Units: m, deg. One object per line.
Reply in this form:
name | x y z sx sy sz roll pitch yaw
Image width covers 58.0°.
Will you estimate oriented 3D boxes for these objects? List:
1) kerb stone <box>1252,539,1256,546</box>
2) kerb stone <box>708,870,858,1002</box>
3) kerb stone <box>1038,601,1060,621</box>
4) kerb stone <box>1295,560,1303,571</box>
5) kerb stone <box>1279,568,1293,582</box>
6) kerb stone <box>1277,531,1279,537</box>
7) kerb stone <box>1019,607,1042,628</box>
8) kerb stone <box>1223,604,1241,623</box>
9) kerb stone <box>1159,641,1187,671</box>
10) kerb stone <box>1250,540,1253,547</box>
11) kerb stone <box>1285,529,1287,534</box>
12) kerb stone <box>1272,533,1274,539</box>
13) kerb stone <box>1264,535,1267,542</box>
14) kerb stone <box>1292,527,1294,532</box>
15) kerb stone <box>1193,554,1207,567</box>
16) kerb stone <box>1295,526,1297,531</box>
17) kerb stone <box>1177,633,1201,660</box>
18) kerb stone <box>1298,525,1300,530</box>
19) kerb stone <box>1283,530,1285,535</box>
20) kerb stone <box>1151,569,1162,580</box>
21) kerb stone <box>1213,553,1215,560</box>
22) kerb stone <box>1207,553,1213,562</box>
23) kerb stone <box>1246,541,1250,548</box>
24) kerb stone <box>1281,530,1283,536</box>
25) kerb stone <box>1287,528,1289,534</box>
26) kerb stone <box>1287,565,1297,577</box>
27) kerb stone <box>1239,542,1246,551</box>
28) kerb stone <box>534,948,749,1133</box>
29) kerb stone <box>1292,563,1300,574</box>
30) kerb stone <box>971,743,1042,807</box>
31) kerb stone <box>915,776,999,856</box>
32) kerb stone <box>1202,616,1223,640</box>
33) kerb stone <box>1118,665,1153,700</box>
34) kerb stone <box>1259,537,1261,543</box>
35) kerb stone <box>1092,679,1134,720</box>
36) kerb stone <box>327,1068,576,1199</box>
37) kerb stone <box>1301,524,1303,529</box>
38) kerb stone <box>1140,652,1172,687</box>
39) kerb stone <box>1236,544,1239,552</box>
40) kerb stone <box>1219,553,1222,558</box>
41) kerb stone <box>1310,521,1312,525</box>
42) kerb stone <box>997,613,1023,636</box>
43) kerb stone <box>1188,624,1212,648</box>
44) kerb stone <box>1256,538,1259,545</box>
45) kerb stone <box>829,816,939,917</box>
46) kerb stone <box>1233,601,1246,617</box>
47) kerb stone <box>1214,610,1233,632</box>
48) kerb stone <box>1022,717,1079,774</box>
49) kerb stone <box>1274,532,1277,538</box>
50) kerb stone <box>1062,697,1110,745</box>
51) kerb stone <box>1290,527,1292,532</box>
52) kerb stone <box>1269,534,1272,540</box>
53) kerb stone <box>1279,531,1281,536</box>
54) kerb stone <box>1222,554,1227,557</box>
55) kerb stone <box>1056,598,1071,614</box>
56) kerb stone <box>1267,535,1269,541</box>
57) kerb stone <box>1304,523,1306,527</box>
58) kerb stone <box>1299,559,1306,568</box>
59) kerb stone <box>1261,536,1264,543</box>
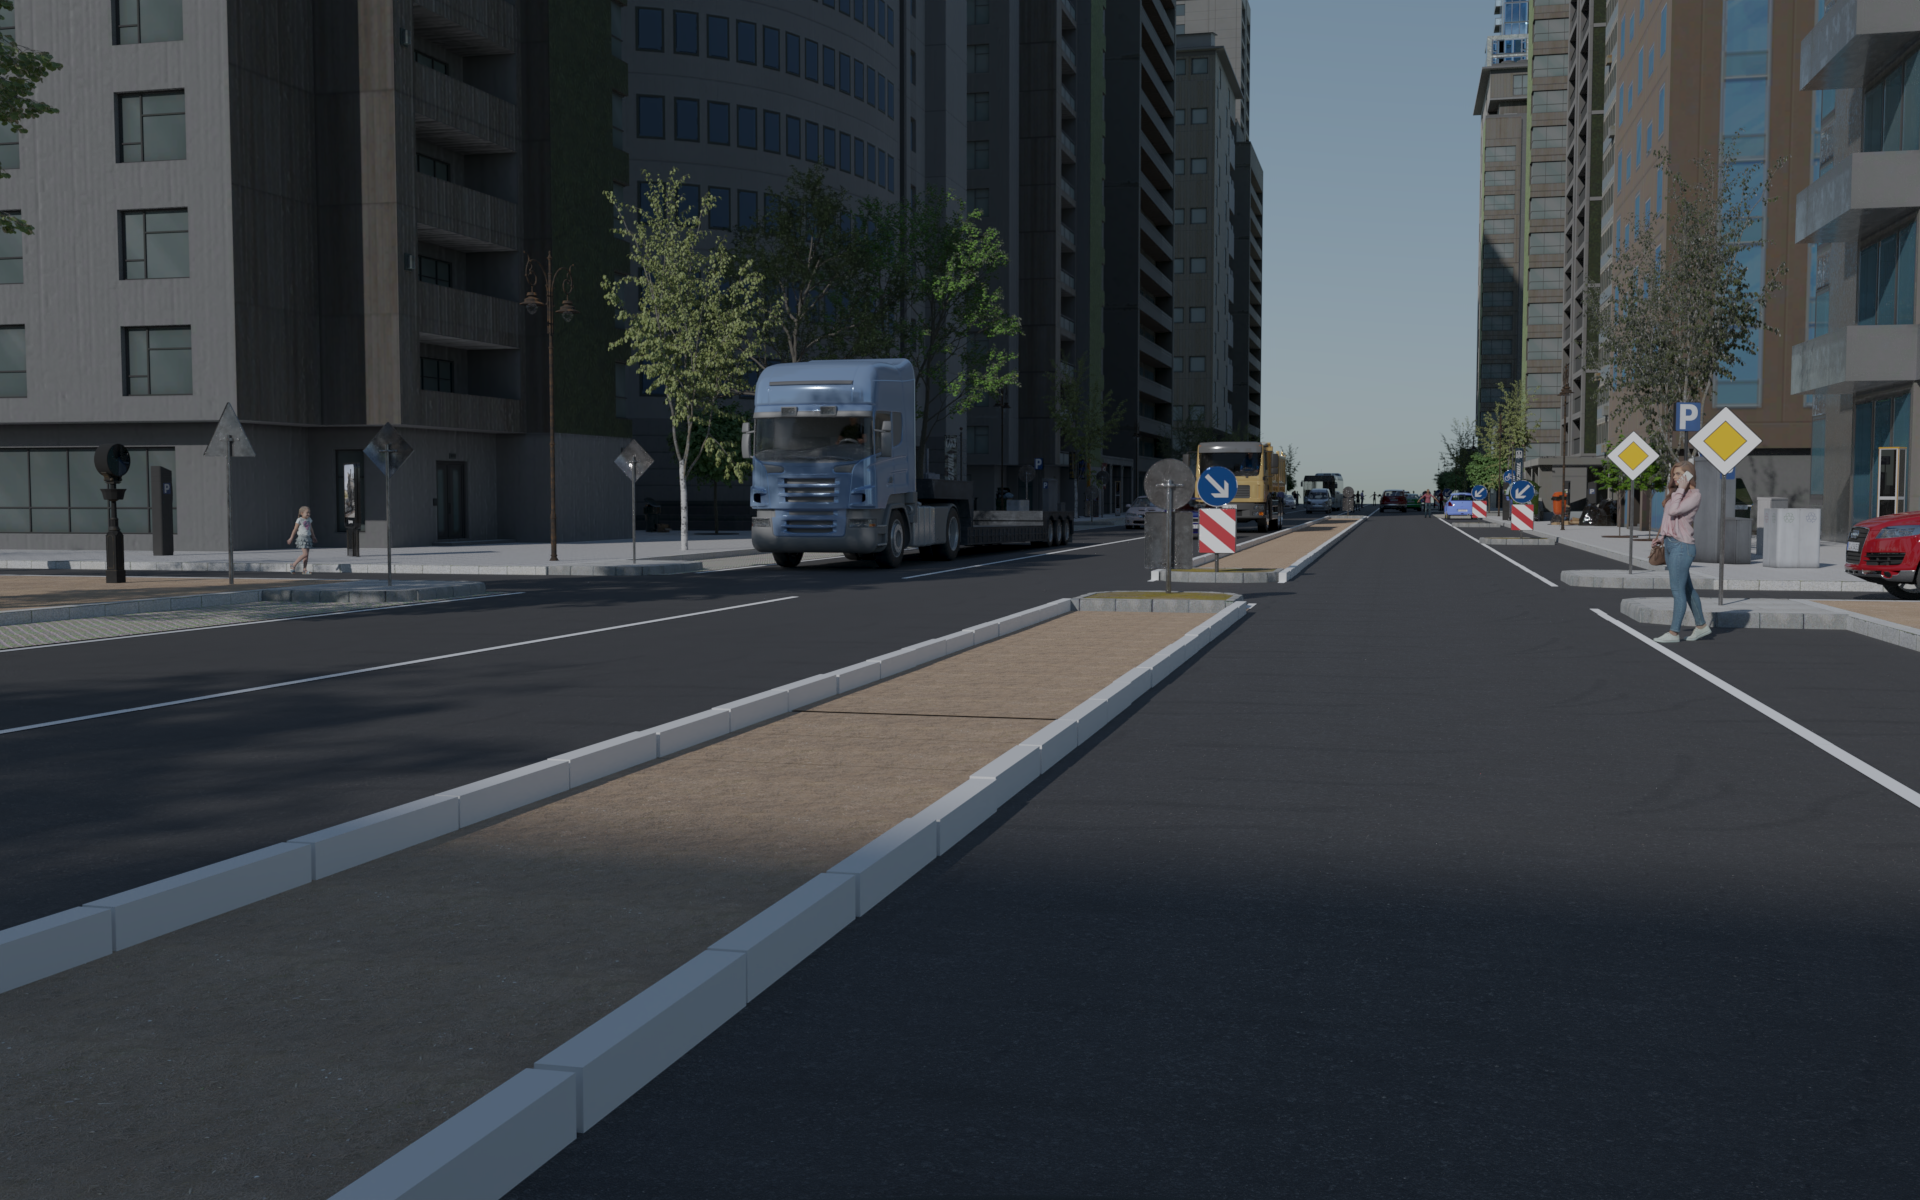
kerb stone | 7.882 -1.525 47.168 0.120 0.150 1.000 1 4 14
kerb stone | -0.533 1.029 5.368 0.120 0.150 1.000 1 4 14
kerb stone | 0.956 0.149 19.802 0.120 0.150 1.000 1 4 14
kerb stone | 6.157 -0.585 31.752 0.120 0.150 1.000 1 4 14
kerb stone | 5.393 -0.398 28.779 0.120 0.150 1.000 1 4 14
kerb stone | 10.148 -2.074 56.109 0.120 0.150 1.000 1 4 14
kerb stone | 0.707 0.208 18.798 0.120 0.150 1.000 1 4 14
kerb stone | 2.994 0.178 19.286 0.120 0.150 1.000 1 4 14
kerb stone | 1.739 0.482 14.320 0.120 0.150 1.000 1 4 14
kerb stone | 7.637 -1.464 46.175 0.120 0.150 1.000 1 4 14
kerb stone | 11.148 -2.317 60.077 0.120 0.150 1.000 1 4 14
kerb stone | 9.645 -1.953 54.124 0.120 0.150 1.000 1 4 14
kerb stone | 8.893 -1.771 51.147 0.120 0.150 1.000 1 4 14
kerb stone | 12.154 -2.558 64.047 0.120 0.150 1.000 1 4 14
kerb stone | 4.864 -0.798 35.244 0.120 0.150 1.000 1 4 14
kerb stone | 12.661 -2.681 66.037 0.120 0.150 1.000 1 4 14
kerb stone | 1.990 0.428 15.311 0.120 0.150 1.000 1 4 14
kerb stone | 13.160 -2.801 68.034 0.120 0.150 1.000 1 4 14
kerb stone | 10.894 -2.256 59.083 0.120 0.150 1.000 1 4 14
kerb stone | 3.364 -0.432 29.282 0.120 0.150 1.000 1 4 14
kerb stone | 5.372 -0.917 37.233 0.120 0.150 1.000 1 4 14
kerb stone | 5.130 -0.859 36.240 0.120 0.150 1.000 1 4 14
kerb stone | 7.388 -1.406 45.184 0.120 0.150 1.000 1 4 14
kerb stone | 10.645 -2.196 58.092 0.120 0.150 1.000 1 4 14
kerb stone | 11.404 -2.377 61.066 0.120 0.150 1.000 1 4 14
kerb stone | 5.655 -0.463 29.770 0.120 0.150 1.000 1 4 14
kerb stone | 7.136 -1.345 44.190 0.120 0.150 1.000 1 4 14
kerb stone | -0.779 1.090 4.376 0.120 0.150 1.000 1 4 14
kerb stone | 5.911 -0.524 30.760 0.120 0.150 1.000 1 4 14
kerb stone | 0.225 0.847 8.348 0.120 0.150 1.000 1 4 14
kerb stone | -0.015 0.913 7.352 0.120 0.150 1.000 1 4 14
kerb stone | 2.494 0.299 17.299 0.120 0.150 1.000 1 4 14
kerb stone | 1.228 0.606 12.333 0.120 0.150 1.000 1 4 14
kerb stone | 8.386 -1.649 49.161 0.120 0.150 1.000 1 4 14
kerb stone | 0.987 0.665 11.339 0.120 0.150 1.000 1 4 14
kerb stone | -1.033 1.152 3.377 0.120 0.150 1.000 1 4 14
kerb stone | 13.665 -2.925 70.023 0.120 0.150 1.000 1 4 14
kerb stone | 1.489 0.543 13.321 0.120 0.150 1.000 1 4 14
kerb stone | 6.637 -1.223 42.194 0.120 0.150 1.000 1 4 14
kerb stone | 5.620 -0.980 38.225 0.120 0.150 1.000 1 4 14
kerb stone | 15.430 -3.349 76.973 0.120 0.150 1.000 1 4 14
kerb stone | 0.460 0.268 17.806 0.120 0.150 1.000 1 4 14
kerb stone | 2.236 0.360 16.303 0.120 0.150 1.000 1 4 14
kerb stone | 8.137 -1.585 48.165 0.120 0.150 1.000 1 4 14
kerb stone | -0.274 0.968 6.362 0.120 0.150 1.000 1 4 14
kerb stone | 3.250 0.120 20.278 0.120 0.150 1.000 1 4 14
kerb stone | 2.746 0.239 18.290 0.120 0.150 1.000 1 4 14
kerb stone | 0.482 0.786 9.351 0.120 0.150 1.000 1 4 14
kerb stone | 9.900 -2.013 55.114 0.120 0.150 1.000 1 4 14
kerb stone | 0.737 0.727 10.343 0.120 0.150 1.000 1 4 14
kerb stone | 11.909 -2.499 63.051 0.120 0.150 1.000 1 4 14
kerb stone | 9.392 -1.892 53.130 0.120 0.150 1.000 1 4 14
kerb stone | 10.397 -2.133 57.100 0.120 0.150 1.000 1 4 14
kerb stone | 5.877 -1.038 39.220 0.120 0.150 1.000 1 4 14
kerb stone | 1.204 0.086 20.794 0.120 0.150 1.000 1 4 14
kerb stone | 9.142 -1.831 52.139 0.120 0.150 1.000 1 4 14
kerb stone | 14.175 -3.047 72.011 0.120 0.150 1.000 1 4 14
kerb stone | 6.398 -0.638 32.750 0.120 0.150 1.000 1 4 14
kerb stone | 8.636 -1.710 50.152 0.120 0.150 1.000 1 4 14
